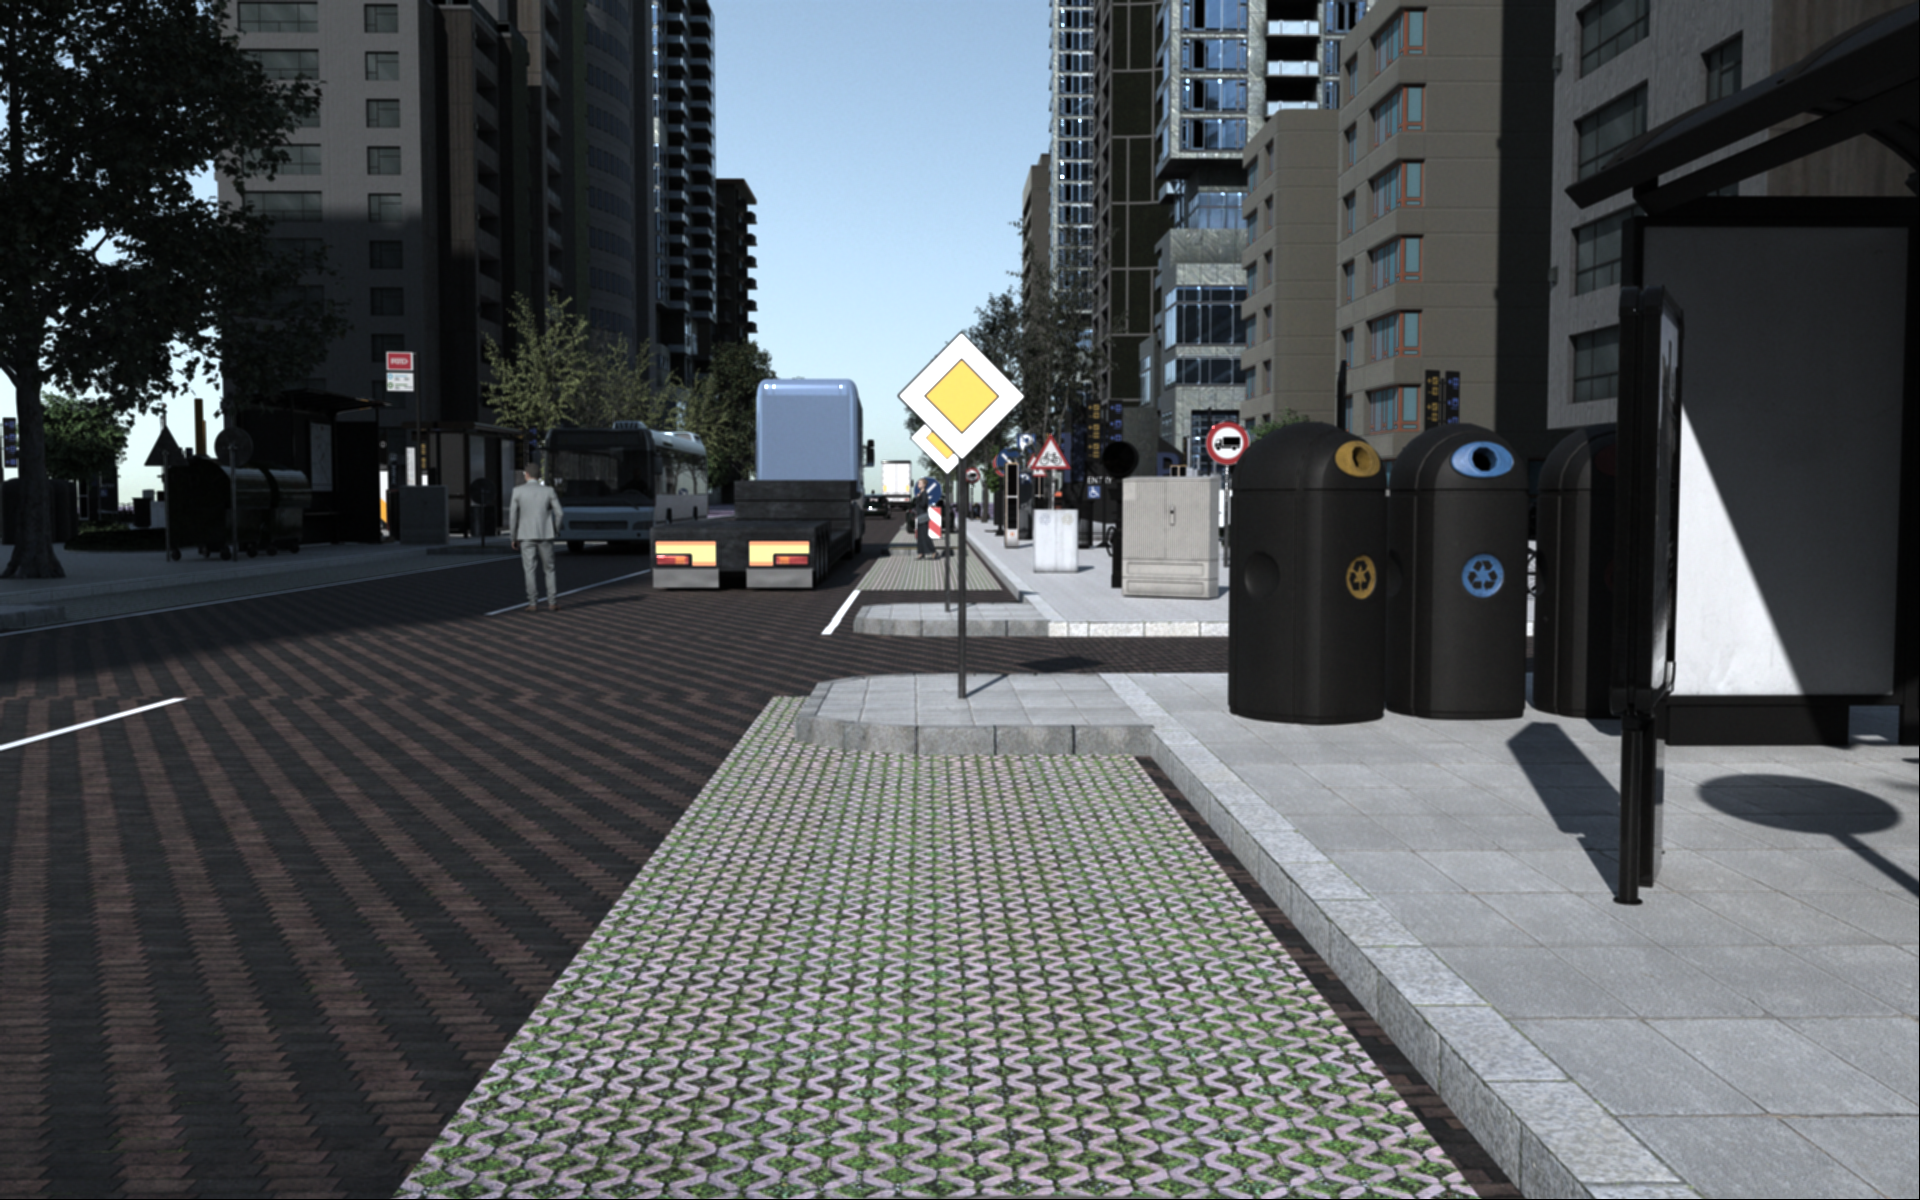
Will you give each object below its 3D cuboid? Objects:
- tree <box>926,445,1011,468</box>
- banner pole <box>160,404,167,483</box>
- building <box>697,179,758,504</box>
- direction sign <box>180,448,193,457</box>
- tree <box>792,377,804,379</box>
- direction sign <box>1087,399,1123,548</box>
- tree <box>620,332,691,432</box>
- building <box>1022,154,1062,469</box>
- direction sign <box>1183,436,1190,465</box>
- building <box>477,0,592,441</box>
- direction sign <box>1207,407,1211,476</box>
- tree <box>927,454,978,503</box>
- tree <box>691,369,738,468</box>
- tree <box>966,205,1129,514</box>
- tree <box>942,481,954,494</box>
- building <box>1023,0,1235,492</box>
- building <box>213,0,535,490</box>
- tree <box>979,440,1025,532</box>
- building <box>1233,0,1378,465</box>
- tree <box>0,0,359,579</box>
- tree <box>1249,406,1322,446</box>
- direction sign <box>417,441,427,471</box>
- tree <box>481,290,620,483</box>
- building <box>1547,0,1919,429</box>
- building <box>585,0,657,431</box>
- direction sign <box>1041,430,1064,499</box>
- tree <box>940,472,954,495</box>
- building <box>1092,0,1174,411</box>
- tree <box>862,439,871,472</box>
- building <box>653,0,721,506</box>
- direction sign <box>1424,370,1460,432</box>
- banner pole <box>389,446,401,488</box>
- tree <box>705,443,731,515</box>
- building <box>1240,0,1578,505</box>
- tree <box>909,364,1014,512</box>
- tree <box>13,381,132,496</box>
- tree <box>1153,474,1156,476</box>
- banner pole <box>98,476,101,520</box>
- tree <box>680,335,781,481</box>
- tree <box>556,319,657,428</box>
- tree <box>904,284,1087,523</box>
[{"bbox_3d":[0.185,-16.649,182.573,12.009,13.543,11.850,0,3,0],"label":"tree"},{"bbox_3d":[-22.136,-3.558,48.189,0.401,3.779,0.863,-2,4,-35],"label":"banner pole"},{"bbox_3d":[-39.153,-35.449,234.209,22.147,44.769,28.867,0,4,-1],"label":"building"},{"bbox_3d":[-37.775,-5.652,84.403,0.379,3.537,0.876,3,4,37],"label":"direction sign"},{"bbox_3d":[-16.406,-17.123,186.609,9.857,13.997,8.962,0,3,0],"label":"tree"},{"bbox_3d":[3.464,-3.031,41.548,0.876,3.537,0.379,-1,4,-10],"label":"direction sign"},{"bbox_3d":[-15.130,-7.914,79.753,4.737,8.622,4.395,0,3,0],"label":"tree"},{"bbox_3d":[19.956,-37.852,242.584,21.300,48.544,21.600,0,4,-1],"label":"building"},{"bbox_3d":[8.884,-4.650,68.027,0.379,3.537,0.876,0,4,-7],"label":"direction sign"},{"bbox_3d":[-33.001,-26.396,115.176,14.154,41.232,14.086,0,4,-1],"label":"building"},{"bbox_3d":[6.532,-3.270,45.461,0.379,3.537,0.876,0,4,4],"label":"direction sign"},{"bbox_3d":[-0.705,-19.518,237.239,7.486,12.596,7.792,0,3,0],"label":"tree"},{"bbox_3d":[-15.519,-9.292,102.287,4.737,8.622,4.395,0,3,0],"label":"tree"},{"bbox_3d":[2.373,-5.780,44.873,4.360,8.622,3.978,0,3,0],"label":"tree"},{"bbox_3d":[-1.885,-14.127,225.574,1.663,3.219,1.824,0,3,0],"label":"tree"},{"bbox_3d":[19.846,-55.189,215.003,22.319,86.520,31.000,0,4,-1],"label":"building"},{"bbox_3d":[-33.480,-20.130,100.831,14.160,30.474,14.107,0,4,-1],"label":"building"},{"bbox_3d":[1.342,-3.918,58.667,1.663,3.219,1.824,0,3,0],"label":"tree"},{"bbox_3d":[22.263,-49.440,121.015,22.319,86.520,31.000,0,4,-1],"label":"building"},{"bbox_3d":[-14.275,-6.689,26.368,9.611,12.733,9.660,0,3,0],"label":"tree"},{"bbox_3d":[12.286,-4.954,64.715,4.285,4.588,4.351,0,3,0],"label":"tree"},{"bbox_3d":[-17.754,-4.036,57.989,0.876,3.537,0.379,1,4,12],"label":"direction sign"},{"bbox_3d":[-14.852,-6.813,61.752,4.737,8.622,4.395,0,3,0],"label":"tree"},{"bbox_3d":[21.499,-16.126,35.362,14.107,30.474,14.160,0,4,-1],"label":"building"},{"bbox_3d":[-36.749,-36.338,136.119,21.231,58.520,28.212,0,4,-1],"label":"building"},{"bbox_3d":[3.303,-4.221,61.009,0.876,3.537,0.379,0,4,-1],"label":"direction sign"},{"bbox_3d":[0.950,-8.368,87.185,4.360,8.622,3.978,0,3,0],"label":"tree"},{"bbox_3d":[20.301,-43.401,147.853,20.563,71.187,20.611,0,4,-1],"label":"building"},{"bbox_3d":[-17.717,-20.911,252.257,12.009,13.543,11.850,0,3,0],"label":"tree"},{"bbox_3d":[-39.343,-54.439,202.755,22.319,86.520,31.000,0,4,-1],"label":"building"},{"bbox_3d":[8.857,-2.440,31.883,0.876,3.537,0.379,-2,4,-32],"label":"direction sign"},{"bbox_3d":[-29.193,-6.099,89.729,0.863,3.779,0.401,1,4,15],"label":"banner pole"},{"bbox_3d":[-15.898,-7.680,109.289,4.285,4.588,4.351,0,3,0],"label":"tree"},{"bbox_3d":[28.217,-13.930,72.797,27.650,21.520,28.899,0,4,-1],"label":"building"},{"bbox_3d":[0.227,-12.134,124.146,9.928,11.665,9.643,0,3,0],"label":"tree"},{"bbox_3d":[-25.393,-4.027,49.549,4.285,4.588,4.351,0,3,0],"label":"tree"},{"bbox_3d":[10.883,-5.903,91.118,1.663,3.219,1.824,0,3,0],"label":"tree"},{"bbox_3d":[-36.474,-5.102,73.438,0.401,3.779,0.863,-1,4,-19],"label":"banner pole"},{"bbox_3d":[-15.802,-12.738,125.267,9.611,12.733,9.660,0,3,0],"label":"tree"},{"bbox_3d":[-15.134,-7.498,72.951,4.360,8.622,3.978,0,3,0],"label":"tree"},{"bbox_3d":[1.355,-8.740,77.318,7.601,10.594,8.767,3,4,38],"label":"tree"}]
